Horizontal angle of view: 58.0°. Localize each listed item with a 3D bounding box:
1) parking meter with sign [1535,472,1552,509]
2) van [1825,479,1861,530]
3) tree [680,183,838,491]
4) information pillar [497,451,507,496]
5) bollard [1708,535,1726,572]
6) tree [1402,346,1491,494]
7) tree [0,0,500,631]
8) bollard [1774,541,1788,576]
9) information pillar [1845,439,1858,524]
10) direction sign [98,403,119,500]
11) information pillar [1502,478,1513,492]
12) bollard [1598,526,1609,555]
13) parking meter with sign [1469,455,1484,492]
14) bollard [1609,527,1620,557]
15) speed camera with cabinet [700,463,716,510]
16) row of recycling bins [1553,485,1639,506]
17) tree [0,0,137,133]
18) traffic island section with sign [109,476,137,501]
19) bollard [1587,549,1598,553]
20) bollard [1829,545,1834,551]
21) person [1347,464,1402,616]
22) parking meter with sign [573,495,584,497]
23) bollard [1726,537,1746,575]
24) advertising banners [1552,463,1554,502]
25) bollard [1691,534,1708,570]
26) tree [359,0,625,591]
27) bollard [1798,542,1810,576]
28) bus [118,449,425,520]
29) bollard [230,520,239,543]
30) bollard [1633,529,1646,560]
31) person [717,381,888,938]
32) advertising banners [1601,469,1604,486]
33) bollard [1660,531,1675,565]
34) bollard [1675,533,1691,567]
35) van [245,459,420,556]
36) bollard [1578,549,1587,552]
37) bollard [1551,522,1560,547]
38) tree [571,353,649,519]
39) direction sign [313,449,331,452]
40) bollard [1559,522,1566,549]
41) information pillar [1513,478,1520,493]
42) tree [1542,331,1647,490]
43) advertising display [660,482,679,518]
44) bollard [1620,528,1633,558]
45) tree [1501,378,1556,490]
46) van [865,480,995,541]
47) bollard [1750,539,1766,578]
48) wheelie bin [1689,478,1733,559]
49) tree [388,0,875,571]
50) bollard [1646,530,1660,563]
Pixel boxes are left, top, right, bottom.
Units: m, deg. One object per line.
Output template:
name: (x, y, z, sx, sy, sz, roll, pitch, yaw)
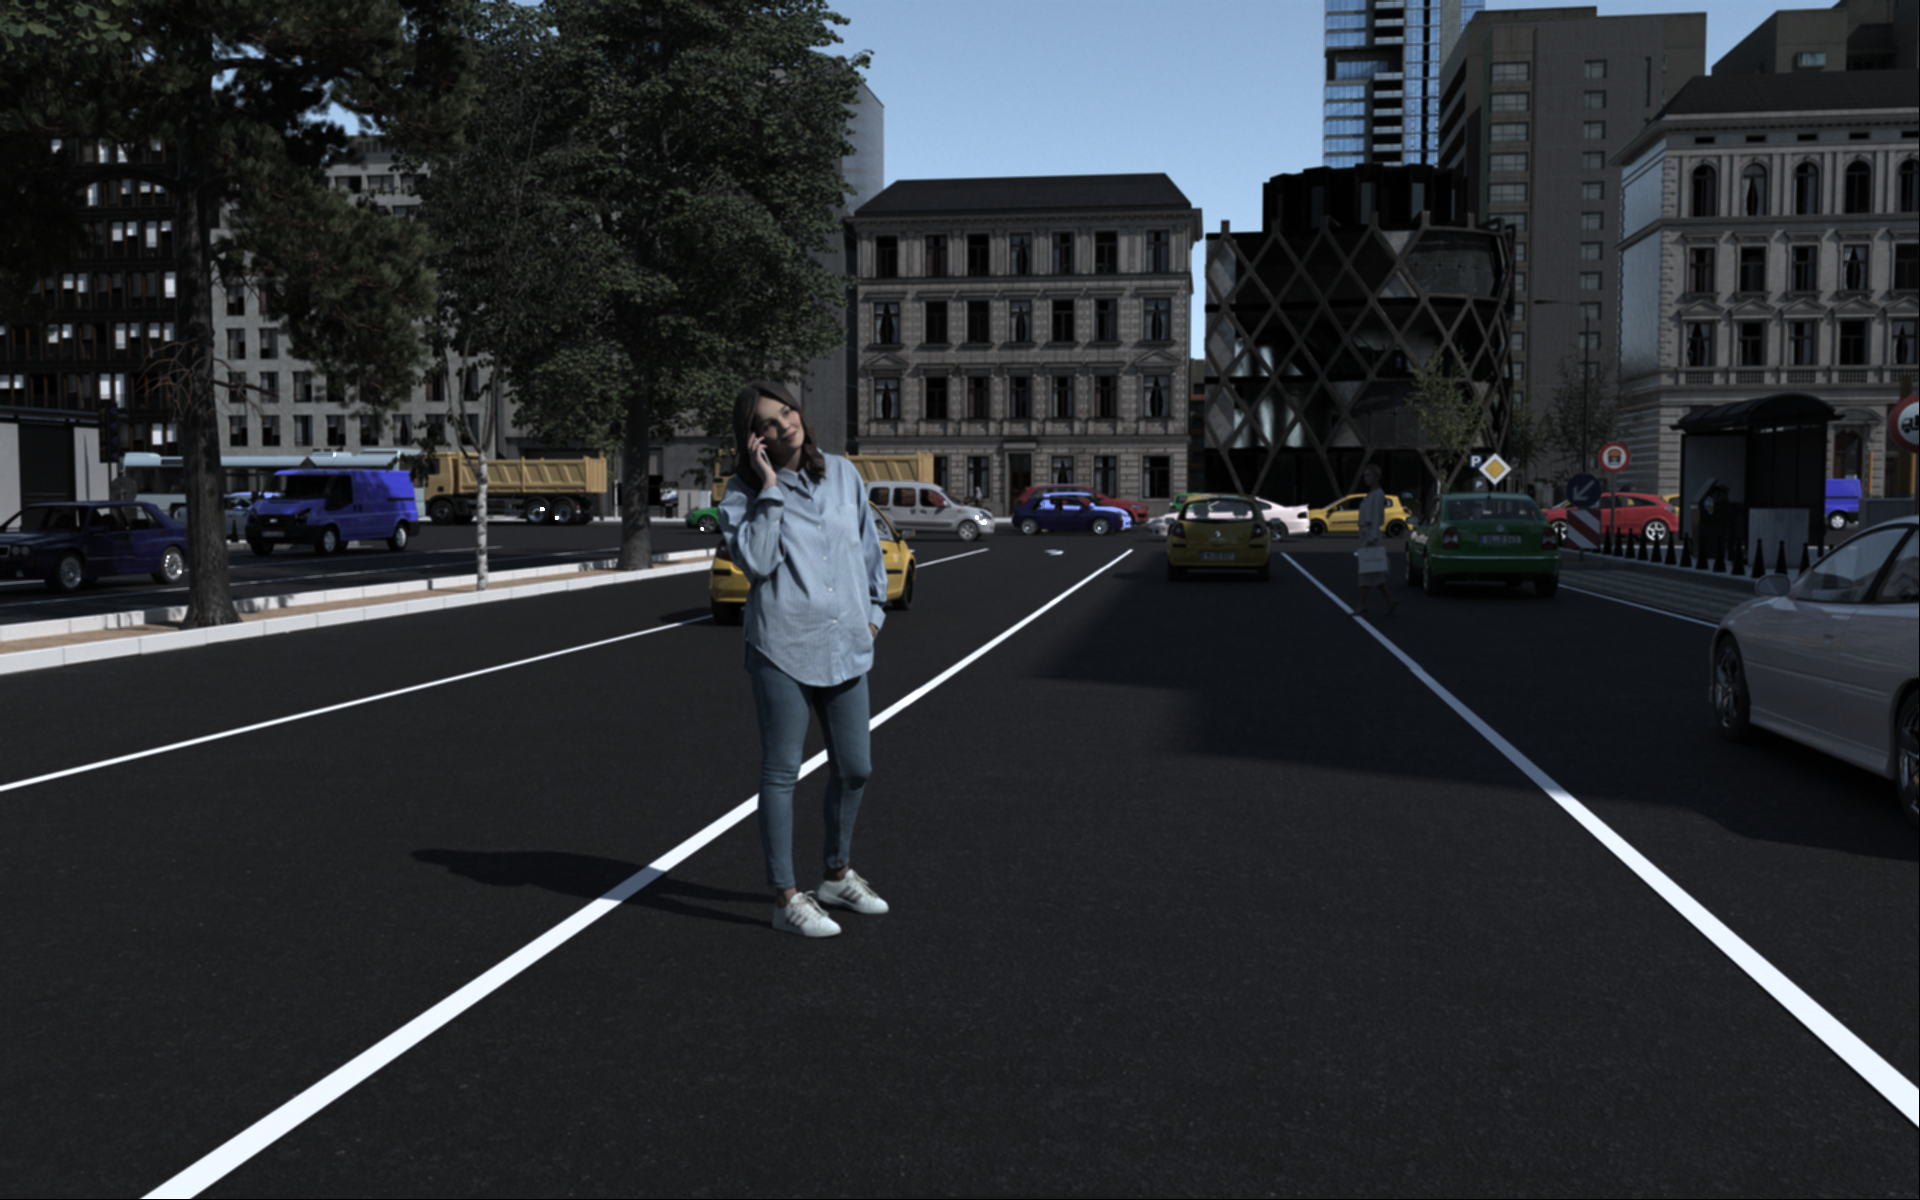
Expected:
parking meter with sign: (45.819, -8.494, 135.139, 1.738, 3.016, 0.543, 1, 4, 14)
van: (33.065, -3.968, 69.258, 5.245, 2.365, 2.240, 0, 4, 8)
tree: (-4.863, -5.284, 39.206, 4.360, 8.622, 3.978, 0, 3, 0)
information pillar: (-24.765, -6.256, 93.636, 0.504, 3.616, 0.183, -1, 4, -17)
bollard: (12.490, -0.760, 28.466, 0.229, 0.601, 0.229, 0, 3, 0)
tree: (24.244, -8.342, 86.755, 4.737, 8.622, 4.395, 0, 3, 0)
tree: (-8.033, -5.720, 18.035, 6.751, 12.117, 7.091, 0, 3, 0)
bollard: (12.038, -0.571, 25.383, 0.229, 0.601, 0.229, 0, 3, 0)
information pillar: (38.336, -5.086, 74.511, 0.183, 3.616, 0.504, -2, 4, -28)
direction sign: (-21.266, -3.139, 43.325, 0.876, 3.537, 0.379, 2, 4, 35)
information pillar: (24.939, -4.565, 79.125, 0.304, 2.012, 0.304, 3, 5, 41)
bollard: (13.694, -1.259, 36.630, 0.229, 0.601, 0.229, 0, 3, 0)
parking meter with sign: (23.035, -4.943, 77.081, 0.543, 3.016, 1.738, 1, 4, 10)
bollard: (13.541, -1.197, 35.615, 0.229, 0.601, 0.229, 0, 3, 0)
speed camera with cabinet: (-12.925, -5.896, 90.739, 0.660, 3.252, 2.038, 1, 4, 19)
row of recycling bins: (27.808, -4.196, 75.718, 3.534, 1.692, 1.069, 1, 4, 19)
tree: (-9.165, -6.150, 9.666, 9.857, 13.997, 8.962, 0, 3, 0)
traffic island section with sign: (-18.478, -1.766, 37.505, 1.989, 1.847, 2.006, 1, 4, 8)
bollard: (13.841, -1.321, 37.647, 0.229, 0.601, 0.229, 0, 3, 0)
bollard: (11.736, -0.446, 23.338, 0.229, 0.601, 0.229, 0, 3, 0)
person: (4.867, -0.699, 20.278, 0.624, 1.780, 0.694, 1, 4, 13)
parking meter with sign: (-20.773, -5.994, 94.255, 0.543, 3.016, 1.738, 0, 4, 7)
bollard: (12.341, -0.698, 27.447, 0.229, 0.601, 0.229, 0, 3, 0)
advertising banners: (33.904, -6.259, 98.523, 0.090, 3.025, 2.074, 2, 4, 33)
bollard: (12.643, -0.822, 29.488, 0.229, 0.601, 0.229, 0, 3, 0)
tree: (-6.867, -4.412, 24.956, 4.360, 8.622, 3.978, 0, 3, 0)
bollard: (11.889, -0.509, 24.362, 0.229, 0.601, 0.229, 0, 3, 0)
bus: (-29.094, -4.719, 72.015, 13.247, 3.499, 2.948, 0, 4, 7)
bollard: (-19.130, -1.812, 45.664, 0.229, 0.601, 0.229, 0, 3, 0)
bollard: (13.236, -1.072, 33.561, 0.229, 0.601, 0.229, 0, 3, 0)
person: (-0.502, 0.188, 5.692, 0.793, 1.790, 0.793, 1, 4, 23)
advertising banners: (41.025, -7.038, 111.255, 0.090, 3.025, 2.074, 0, 4, 4)
bollard: (12.939, -0.947, 31.521, 0.229, 0.601, 0.229, 0, 3, 0)
bollard: (12.791, -0.885, 30.504, 0.229, 0.601, 0.229, 0, 3, 0)
van: (-15.224, -2.303, 42.030, 2.240, 2.365, 5.245, 1, 4, 10)
bollard: (13.992, -1.384, 38.665, 0.229, 0.601, 0.229, 0, 3, 0)
bollard: (14.438, -1.571, 41.723, 0.229, 0.601, 0.229, 0, 3, 0)
tree: (-17.807, -8.429, 88.178, 4.737, 8.622, 4.395, 0, 3, 0)
direction sign: (-32.129, -5.831, 87.333, 0.876, 3.537, 0.379, -2, 4, -24)
bollard: (14.289, -1.508, 40.701, 0.229, 0.601, 0.229, 0, 3, 0)
information pillar: (26.015, -4.692, 81.213, 0.304, 2.012, 0.304, -1, 4, -15)
tree: (28.935, -7.872, 79.063, 4.360, 8.622, 3.978, 0, 3, 0)
advertising display: (-15.384, -5.283, 91.588, 0.974, 1.923, 0.123, 0, 4, -3)
bollard: (13.386, -1.134, 34.582, 0.229, 0.601, 0.229, 0, 3, 0)
tree: (35.082, -9.674, 108.540, 4.737, 8.622, 4.395, 0, 3, 0)
van: (-0.971, -2.829, 53.272, 4.112, 2.044, 2.013, 0, 4, 6)
bollard: (12.185, -0.634, 26.411, 0.229, 0.601, 0.229, 0, 3, 0)
wheelie bin: (14.939, -1.625, 34.470, 0.693, 1.594, 0.980, 0, 4, 7)
tree: (-6.061, -7.513, 31.947, 9.857, 13.997, 8.962, 0, 3, 0)
bollard: (13.089, -1.009, 32.540, 0.229, 0.601, 0.229, 0, 3, 0)
